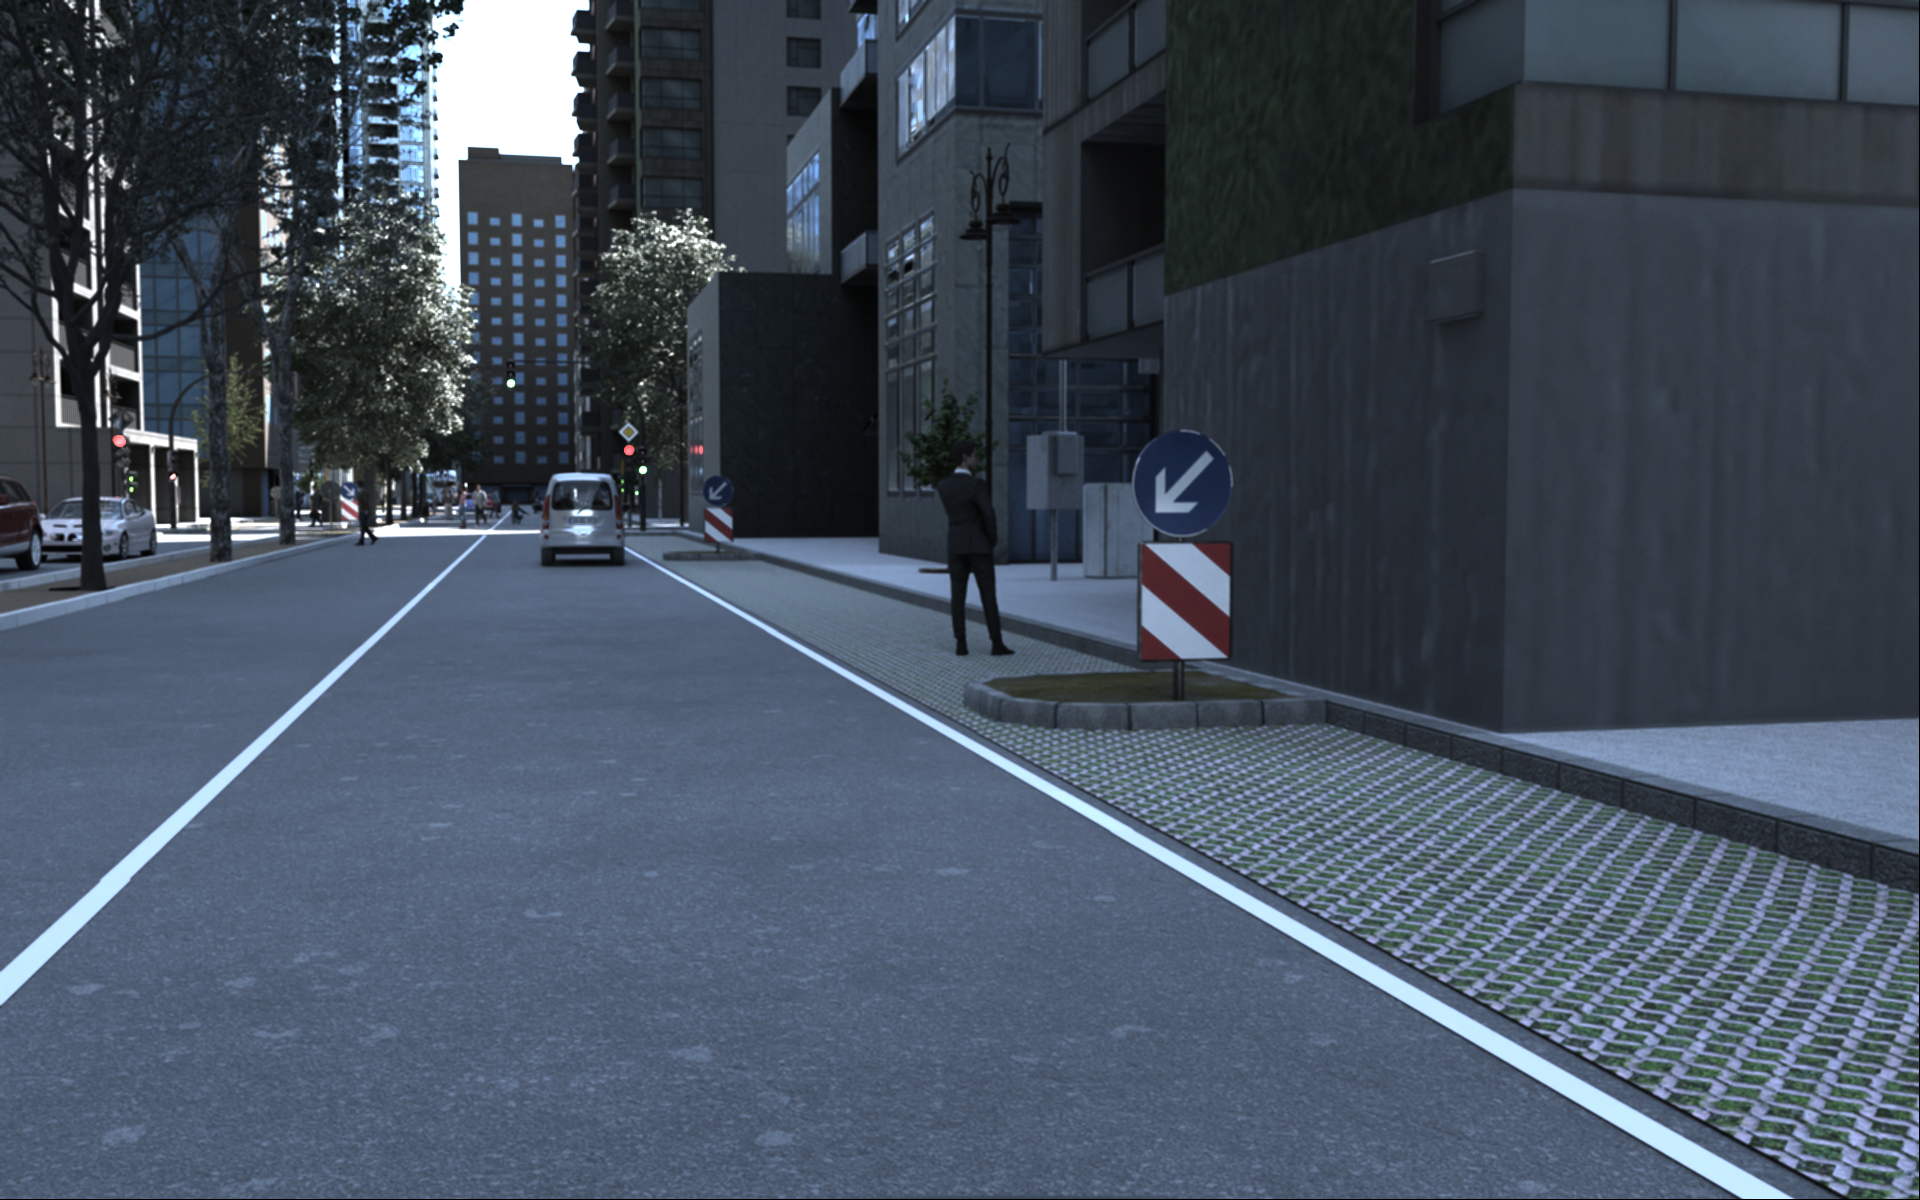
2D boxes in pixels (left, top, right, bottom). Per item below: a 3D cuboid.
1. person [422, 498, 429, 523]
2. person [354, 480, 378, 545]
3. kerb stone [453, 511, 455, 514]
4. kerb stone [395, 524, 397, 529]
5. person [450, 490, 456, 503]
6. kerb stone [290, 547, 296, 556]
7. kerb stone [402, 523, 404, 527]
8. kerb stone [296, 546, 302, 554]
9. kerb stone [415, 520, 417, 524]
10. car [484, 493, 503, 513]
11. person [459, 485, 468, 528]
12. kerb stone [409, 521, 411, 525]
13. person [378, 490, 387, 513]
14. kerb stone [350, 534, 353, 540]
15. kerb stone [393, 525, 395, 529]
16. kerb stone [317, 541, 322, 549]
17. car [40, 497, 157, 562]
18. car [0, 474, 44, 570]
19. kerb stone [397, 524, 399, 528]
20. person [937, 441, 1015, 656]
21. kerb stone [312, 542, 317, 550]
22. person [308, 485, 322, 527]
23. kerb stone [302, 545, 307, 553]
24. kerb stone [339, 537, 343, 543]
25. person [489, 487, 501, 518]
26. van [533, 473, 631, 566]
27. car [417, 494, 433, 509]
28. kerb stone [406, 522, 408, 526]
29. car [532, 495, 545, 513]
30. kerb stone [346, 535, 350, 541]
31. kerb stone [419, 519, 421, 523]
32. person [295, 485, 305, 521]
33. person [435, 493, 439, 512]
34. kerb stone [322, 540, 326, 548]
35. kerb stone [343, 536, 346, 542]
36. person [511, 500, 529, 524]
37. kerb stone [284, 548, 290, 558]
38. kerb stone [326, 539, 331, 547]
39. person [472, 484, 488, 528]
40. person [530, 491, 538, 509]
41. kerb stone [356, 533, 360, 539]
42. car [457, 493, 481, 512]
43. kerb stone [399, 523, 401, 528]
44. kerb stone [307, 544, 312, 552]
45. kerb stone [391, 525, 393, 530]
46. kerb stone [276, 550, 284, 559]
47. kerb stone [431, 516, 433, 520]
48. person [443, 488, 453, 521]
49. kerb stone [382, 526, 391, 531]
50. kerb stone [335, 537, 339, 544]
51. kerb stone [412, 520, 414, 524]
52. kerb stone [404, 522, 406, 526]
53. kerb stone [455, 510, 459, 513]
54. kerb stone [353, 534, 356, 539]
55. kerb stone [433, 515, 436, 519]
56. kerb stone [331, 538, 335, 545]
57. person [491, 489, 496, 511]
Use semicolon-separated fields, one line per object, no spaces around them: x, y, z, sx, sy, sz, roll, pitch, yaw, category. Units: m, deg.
-26.207;-4.387;84.901;0.362;1.253;0.373;0;4;4;person
-16.743;-2.463;48.673;0.656;1.842;0.836;2;4;33;person
-36.463;-6.239;124.239;0.120;0.150;1.000;-1;4;-14;kerb stone
-23.088;-2.950;70.432;0.120;0.150;1.000;-1;4;-14;kerb stone
-50.154;-9.908;170.505;1.348;1.823;0.705;2;4;33;person
-15.554;-1.088;40.086;0.120;0.150;1.000;-1;4;-14;kerb stone
-24.087;-3.191;74.414;0.120;0.150;1.000;-1;4;-14;kerb stone
-15.804;-1.155;41.079;0.120;0.150;1.000;-1;4;-14;kerb stone
-26.072;-3.682;82.401;0.120;0.150;1.000;-1;4;-14;kerb stone
-36.105;-7.566;132.745;2.155;1.783;4.494;-1;4;-15;car
-20.754;-3.902;72.315;0.388;1.821;0.555;-1;4;-21;person
-25.080;-3.438;78.407;0.120;0.150;1.000;-1;4;-14;kerb stone
-43.249;-7.385;129.637;0.661;1.777;0.834;0;4;4;person
-18.768;-1.885;53.016;0.120;0.150;1.000;-1;4;-14;kerb stone
-22.850;-2.887;69.435;0.120;0.150;1.000;-1;4;-14;kerb stone
-16.796;-1.395;45.049;0.120;0.150;1.000;-1;4;-14;kerb stone
-19.091;-1.583;38.240;2.083;1.381;4.827;-1;4;-13;car
-18.055;-1.364;30.974;2.281;1.827;5.304;-1;4;-13;car
-23.346;-3.011;71.421;0.120;0.150;1.000;-1;4;-14;kerb stone
0.121;-0.460;15.381;0.648;1.900;0.474;2;4;30;person
-16.546;-1.337;44.058;0.120;0.150;1.000;-1;4;-14;kerb stone
-28.225;-4.125;75.910;0.622;1.834;0.822;3;5;40;person
-16.047;-1.216;42.072;0.120;0.150;1.000;-1;4;-14;kerb stone
-18.029;-1.703;50.034;0.120;0.150;1.000;-1;4;-14;kerb stone
-27.725;-5.800;103.195;0.748;1.841;0.638;-2;4;-25;person
-7.846;-1.772;35.989;2.013;2.044;4.112;-1;4;-12;van
-50.048;-9.313;162.059;2.009;1.686;4.222;-1;4;-14;car
-24.582;-3.316;76.412;0.120;0.150;1.000;-1;4;-14;kerb stone
-31.053;-7.164;129.714;1.945;1.354;3.894;-1;4;-14;car
-18.522;-1.820;52.018;0.120;0.150;1.000;-1;4;-14;kerb stone
-26.817;-3.865;85.388;0.120;0.150;1.000;-1;4;-14;kerb stone
-35.224;-5.175;92.472;0.474;1.900;0.648;-1;4;-9;person
-40.553;-7.517;133.991;0.523;1.515;0.503;-1;4;-13;person
-17.042;-1.458;46.041;0.120;0.150;1.000;-1;4;-14;kerb stone
-18.267;-1.763;51.028;0.120;0.150;1.000;-1;4;-14;kerb stone
-20.993;-4.185;82.424;1.012;1.151;0.738;-3;5;-39;person
-15.308;-1.034;39.094;0.120;0.150;1.000;-1;4;-14;kerb stone
-17.282;-1.518;47.042;0.120;0.150;1.000;-1;4;-14;kerb stone
-20.510;-4.015;73.995;0.661;1.843;0.795;0;4;7;person
-40.050;-9.434;163.306;0.990;1.755;0.434;-1;4;-16;person
-19.263;-2.006;55.012;0.120;0.150;1.000;-1;4;-14;kerb stone
-34.628;-6.920;122.728;1.945;1.707;3.694;-1;4;-15;car
-23.586;-3.070;72.415;0.120;0.150;1.000;-1;4;-14;kerb stone
-16.294;-1.272;43.067;0.120;0.150;1.000;-1;4;-14;kerb stone
-22.602;-2.829;68.443;0.120;0.150;1.000;-1;4;-14;kerb stone
-15.063;-0.973;38.102;0.120;0.150;1.000;-1;4;-14;kerb stone
-29.533;-4.536;96.352;0.120;0.150;1.000;-1;4;-14;kerb stone
-27.198;-5.078;92.069;0.519;1.759;0.362;-3;4;-36;person
-22.360;-2.765;67.450;0.120;0.150;1.000;-1;4;-14;kerb stone
-17.775;-1.642;49.038;0.120;0.150;1.000;-1;4;-14;kerb stone
-25.574;-3.560;80.394;0.120;0.150;1.000;-1;4;-14;kerb stone
-24.335;-3.252;75.413;0.120;0.150;1.000;-1;4;-14;kerb stone
-38.684;-6.782;133.188;0.120;0.150;1.000;-1;4;-14;kerb stone
-19.021;-1.946;54.012;0.120;0.150;1.000;-1;4;-14;kerb stone
-30.283;-4.718;99.342;0.120;0.150;1.000;-1;4;-14;kerb stone
-17.537;-1.579;48.044;0.120;0.150;1.000;-1;4;-14;kerb stone
-38.465;-8.212;142.852;1.350;1.814;0.705;2;4;35;person
